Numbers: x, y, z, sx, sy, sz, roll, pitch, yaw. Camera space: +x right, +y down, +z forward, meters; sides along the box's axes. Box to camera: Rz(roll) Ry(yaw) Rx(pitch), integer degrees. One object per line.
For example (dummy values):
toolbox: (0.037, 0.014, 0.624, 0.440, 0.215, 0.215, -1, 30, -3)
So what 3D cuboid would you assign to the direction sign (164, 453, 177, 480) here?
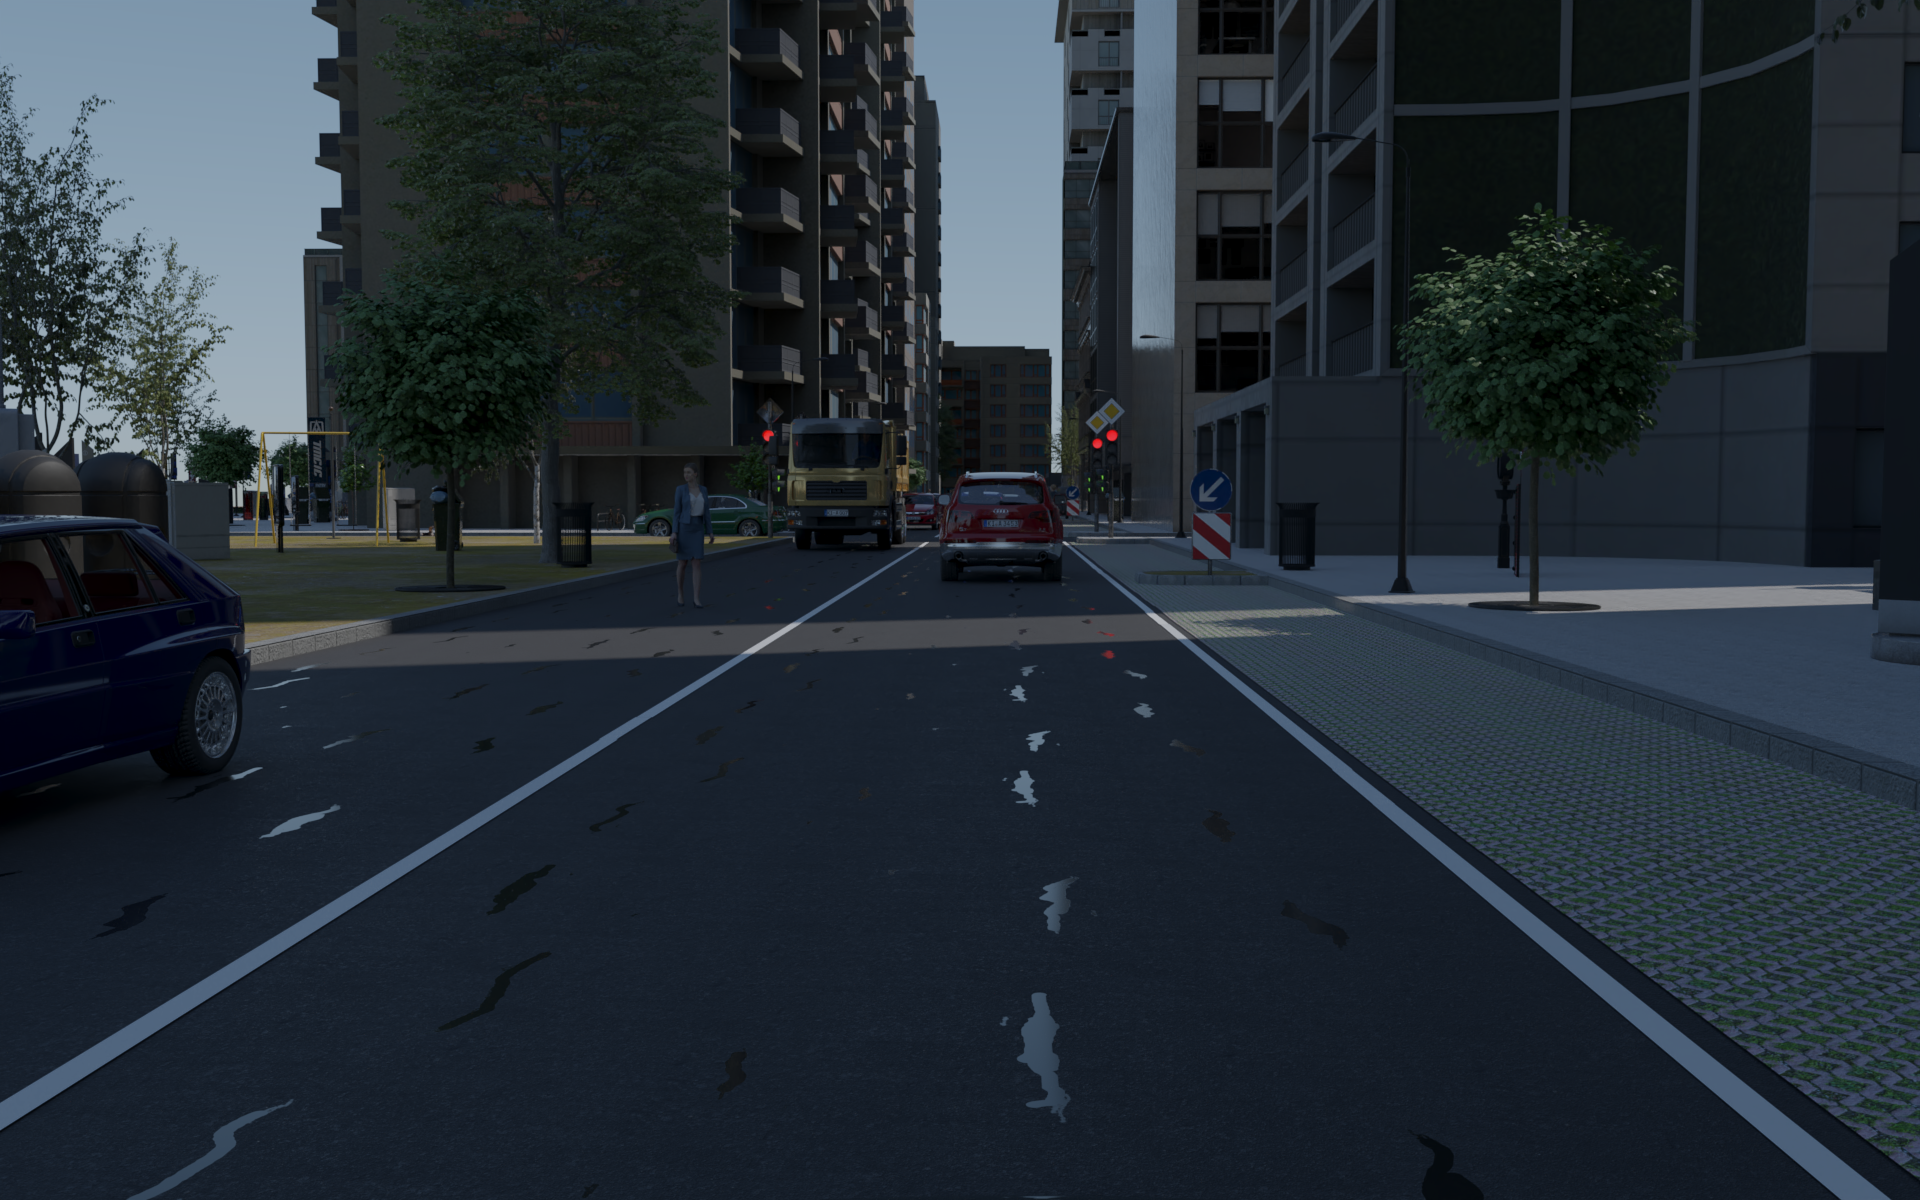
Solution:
direction sign: (-43.518, -6.321, 95.352, 0.379, 3.537, 0.876, 3, 4, 36)

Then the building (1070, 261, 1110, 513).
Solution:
building: (13.503, -15.861, 123.951, 10.561, 19.102, 19.286, 0, 4, 1)

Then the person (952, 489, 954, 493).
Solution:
person: (-0.242, -5.866, 105.086, 0.598, 1.740, 0.731, 0, 4, -1)

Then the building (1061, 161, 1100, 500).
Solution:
building: (15.930, -23.307, 152.778, 14.160, 30.474, 14.107, 0, 4, 1)

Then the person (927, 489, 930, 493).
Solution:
person: (-2.248, -6.976, 122.746, 0.721, 1.800, 0.419, -1, 4, -13)

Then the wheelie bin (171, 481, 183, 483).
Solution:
wheelie bin: (-18.511, -1.992, 40.477, 0.980, 1.594, 0.693, -1, 4, -13)

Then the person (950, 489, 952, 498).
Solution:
person: (-0.566, -7.307, 128.305, 0.444, 1.785, 0.601, -3, 5, -43)

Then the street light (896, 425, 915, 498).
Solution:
street light: (-3.702, -8.799, 116.407, 1.470, 5.913, 1.316, 0, 4, 1)

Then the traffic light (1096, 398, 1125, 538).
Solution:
traffic light: (4.401, -3.773, 50.604, 0.839, 4.253, 0.868, 0, 4, 1)

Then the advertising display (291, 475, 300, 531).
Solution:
advertising display: (-23.218, -3.382, 60.503, 0.123, 1.923, 0.974, -2, 4, -30)

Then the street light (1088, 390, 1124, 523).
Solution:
street light: (6.610, -6.404, 77.241, 1.470, 5.913, 1.316, 0, 4, 1)

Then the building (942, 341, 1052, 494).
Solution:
building: (-2.558, -23.633, 231.430, 28.899, 21.520, 27.650, 0, 4, 1)

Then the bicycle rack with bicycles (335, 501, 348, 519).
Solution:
bicycle rack with bicycles: (-31.009, -4.609, 88.734, 2.852, 0.926, 2.925, 1, 4, 16)

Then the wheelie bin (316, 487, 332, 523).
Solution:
wheelie bin: (-28.731, -4.275, 77.804, 0.980, 1.594, 0.693, -3, 5, -40)

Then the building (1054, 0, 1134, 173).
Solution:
building: (24.126, -35.726, 173.363, 28.713, 52.752, 27.495, 0, 4, 1)

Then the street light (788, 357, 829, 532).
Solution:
street light: (-5.155, -5.290, 59.040, 1.470, 5.913, 1.316, 0, 4, 1)

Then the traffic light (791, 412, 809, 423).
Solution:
traffic light: (-5.348, -4.276, 58.830, 0.839, 4.253, 0.868, 0, 4, 1)

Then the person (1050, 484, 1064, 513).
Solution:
person: (3.288, -3.134, 60.156, 0.576, 1.772, 0.534, -2, 4, -31)

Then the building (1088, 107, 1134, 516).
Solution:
building: (15.151, -17.128, 99.104, 14.314, 24.678, 30.058, 0, 4, 1)

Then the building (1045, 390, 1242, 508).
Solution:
building: (20.335, -46.461, 197.894, 20.563, 71.187, 20.611, 0, 4, 1)

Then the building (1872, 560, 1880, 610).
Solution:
building: (19.454, -28.391, 6.186, 21.231, 58.520, 28.212, 0, 4, 1)

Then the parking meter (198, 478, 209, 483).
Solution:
parking meter: (-28.118, -3.595, 64.494, 0.399, 1.863, 0.255, -1, 4, -15)

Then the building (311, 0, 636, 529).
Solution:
building: (-15.074, -25.738, 75.437, 22.147, 44.769, 28.867, 0, 4, 1)

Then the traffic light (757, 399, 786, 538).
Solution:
traffic light: (-5.557, -3.788, 50.847, 0.839, 4.253, 0.868, 0, 4, 1)

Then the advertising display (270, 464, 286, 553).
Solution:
advertising display: (-14.968, -2.009, 38.057, 0.123, 1.923, 0.974, -2, 4, -28)

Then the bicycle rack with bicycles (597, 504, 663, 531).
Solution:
bicycle rack with bicycles: (-11.427, -2.899, 60.776, 2.852, 0.926, 2.925, 0, 4, 5)

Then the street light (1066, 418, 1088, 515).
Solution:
street light: (7.312, -8.127, 105.409, 1.470, 5.913, 1.316, 0, 4, 1)

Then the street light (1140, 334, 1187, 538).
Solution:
street light: (5.928, -4.771, 50.551, 1.470, 5.913, 1.316, 0, 4, 1)

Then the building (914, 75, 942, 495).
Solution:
building: (-13.083, -35.148, 198.371, 21.600, 48.544, 21.300, 0, 4, 1)

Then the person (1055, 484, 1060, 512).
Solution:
person: (3.985, -3.976, 73.371, 0.748, 1.841, 0.638, 1, 4, 11)

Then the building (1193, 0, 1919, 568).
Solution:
building: (16.786, -36.696, 38.230, 20.563, 71.187, 20.611, 0, 4, 1)

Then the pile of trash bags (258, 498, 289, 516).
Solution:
pile of trash bags: (-40.808, -5.754, 103.829, 3.447, 1.369, 1.912, -3, 4, -39)

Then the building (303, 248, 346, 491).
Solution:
building: (-67.740, -26.471, 204.507, 14.107, 30.474, 14.160, 0, 4, 1)

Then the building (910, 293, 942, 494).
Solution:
building: (-16.348, -19.497, 163.808, 27.650, 21.520, 28.899, 0, 4, 1)

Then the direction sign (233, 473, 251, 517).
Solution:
direction sign: (-39.365, -6.306, 95.102, 0.876, 3.537, 0.379, -3, 5, -42)

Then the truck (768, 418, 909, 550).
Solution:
truck: (-2.943, -3.119, 46.913, 3.469, 3.379, 9.791, 0, 4, 2)

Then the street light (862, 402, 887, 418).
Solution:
street light: (-4.418, -7.057, 87.923, 1.470, 5.913, 1.316, 0, 4, 1)

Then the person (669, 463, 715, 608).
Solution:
person: (-3.403, -0.820, 21.928, 0.581, 1.822, 0.654, -1, 4, -17)

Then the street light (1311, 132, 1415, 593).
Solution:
street light: (5.209, -3.048, 22.383, 1.470, 5.913, 1.316, 0, 4, 1)

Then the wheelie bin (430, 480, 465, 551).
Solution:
wheelie bin: (-11.634, -1.920, 39.304, 0.693, 1.594, 0.980, -1, 4, -9)

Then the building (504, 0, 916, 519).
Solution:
building: (-14.334, -28.032, 112.943, 22.147, 44.769, 28.867, 0, 4, 1)

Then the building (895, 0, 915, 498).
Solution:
building: (-11.002, -30.037, 141.222, 14.600, 45.320, 14.200, 0, 4, 1)

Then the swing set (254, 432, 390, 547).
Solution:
swing set: (-15.981, -2.825, 43.809, 3.119, 2.851, 2.862, -1, 4, -12)

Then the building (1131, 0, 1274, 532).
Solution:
building: (24.391, -16.023, 66.495, 34.151, 26.468, 19.350, 0, 4, 1)

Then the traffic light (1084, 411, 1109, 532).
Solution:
traffic light: (4.610, -4.261, 58.586, 0.839, 4.253, 0.868, 0, 4, 1)

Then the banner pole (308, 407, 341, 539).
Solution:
banner pole: (-18.214, -3.643, 49.578, 0.863, 3.779, 0.401, -1, 4, -20)

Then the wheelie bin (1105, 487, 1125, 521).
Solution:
wheelie bin: (7.273, -4.514, 81.714, 0.980, 1.594, 0.693, -2, 4, -28)

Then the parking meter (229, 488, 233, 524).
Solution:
parking meter: (-31.529, -4.050, 74.626, 0.372, 1.533, 0.369, 0, 3, 0)

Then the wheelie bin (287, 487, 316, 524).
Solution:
wheelie bin: (-28.213, -4.042, 73.993, 0.980, 1.594, 0.693, -2, 4, -28)

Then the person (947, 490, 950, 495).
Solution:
person: (-1.124, -9.230, 159.414, 0.705, 1.824, 1.348, 1, 4, 14)

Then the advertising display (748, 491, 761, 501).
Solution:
advertising display: (-7.279, -3.430, 61.286, 0.123, 1.923, 0.974, -2, 4, -27)

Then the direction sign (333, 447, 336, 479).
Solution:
direction sign: (-29.994, -5.565, 82.980, 0.379, 3.537, 0.876, 0, 4, -7)
